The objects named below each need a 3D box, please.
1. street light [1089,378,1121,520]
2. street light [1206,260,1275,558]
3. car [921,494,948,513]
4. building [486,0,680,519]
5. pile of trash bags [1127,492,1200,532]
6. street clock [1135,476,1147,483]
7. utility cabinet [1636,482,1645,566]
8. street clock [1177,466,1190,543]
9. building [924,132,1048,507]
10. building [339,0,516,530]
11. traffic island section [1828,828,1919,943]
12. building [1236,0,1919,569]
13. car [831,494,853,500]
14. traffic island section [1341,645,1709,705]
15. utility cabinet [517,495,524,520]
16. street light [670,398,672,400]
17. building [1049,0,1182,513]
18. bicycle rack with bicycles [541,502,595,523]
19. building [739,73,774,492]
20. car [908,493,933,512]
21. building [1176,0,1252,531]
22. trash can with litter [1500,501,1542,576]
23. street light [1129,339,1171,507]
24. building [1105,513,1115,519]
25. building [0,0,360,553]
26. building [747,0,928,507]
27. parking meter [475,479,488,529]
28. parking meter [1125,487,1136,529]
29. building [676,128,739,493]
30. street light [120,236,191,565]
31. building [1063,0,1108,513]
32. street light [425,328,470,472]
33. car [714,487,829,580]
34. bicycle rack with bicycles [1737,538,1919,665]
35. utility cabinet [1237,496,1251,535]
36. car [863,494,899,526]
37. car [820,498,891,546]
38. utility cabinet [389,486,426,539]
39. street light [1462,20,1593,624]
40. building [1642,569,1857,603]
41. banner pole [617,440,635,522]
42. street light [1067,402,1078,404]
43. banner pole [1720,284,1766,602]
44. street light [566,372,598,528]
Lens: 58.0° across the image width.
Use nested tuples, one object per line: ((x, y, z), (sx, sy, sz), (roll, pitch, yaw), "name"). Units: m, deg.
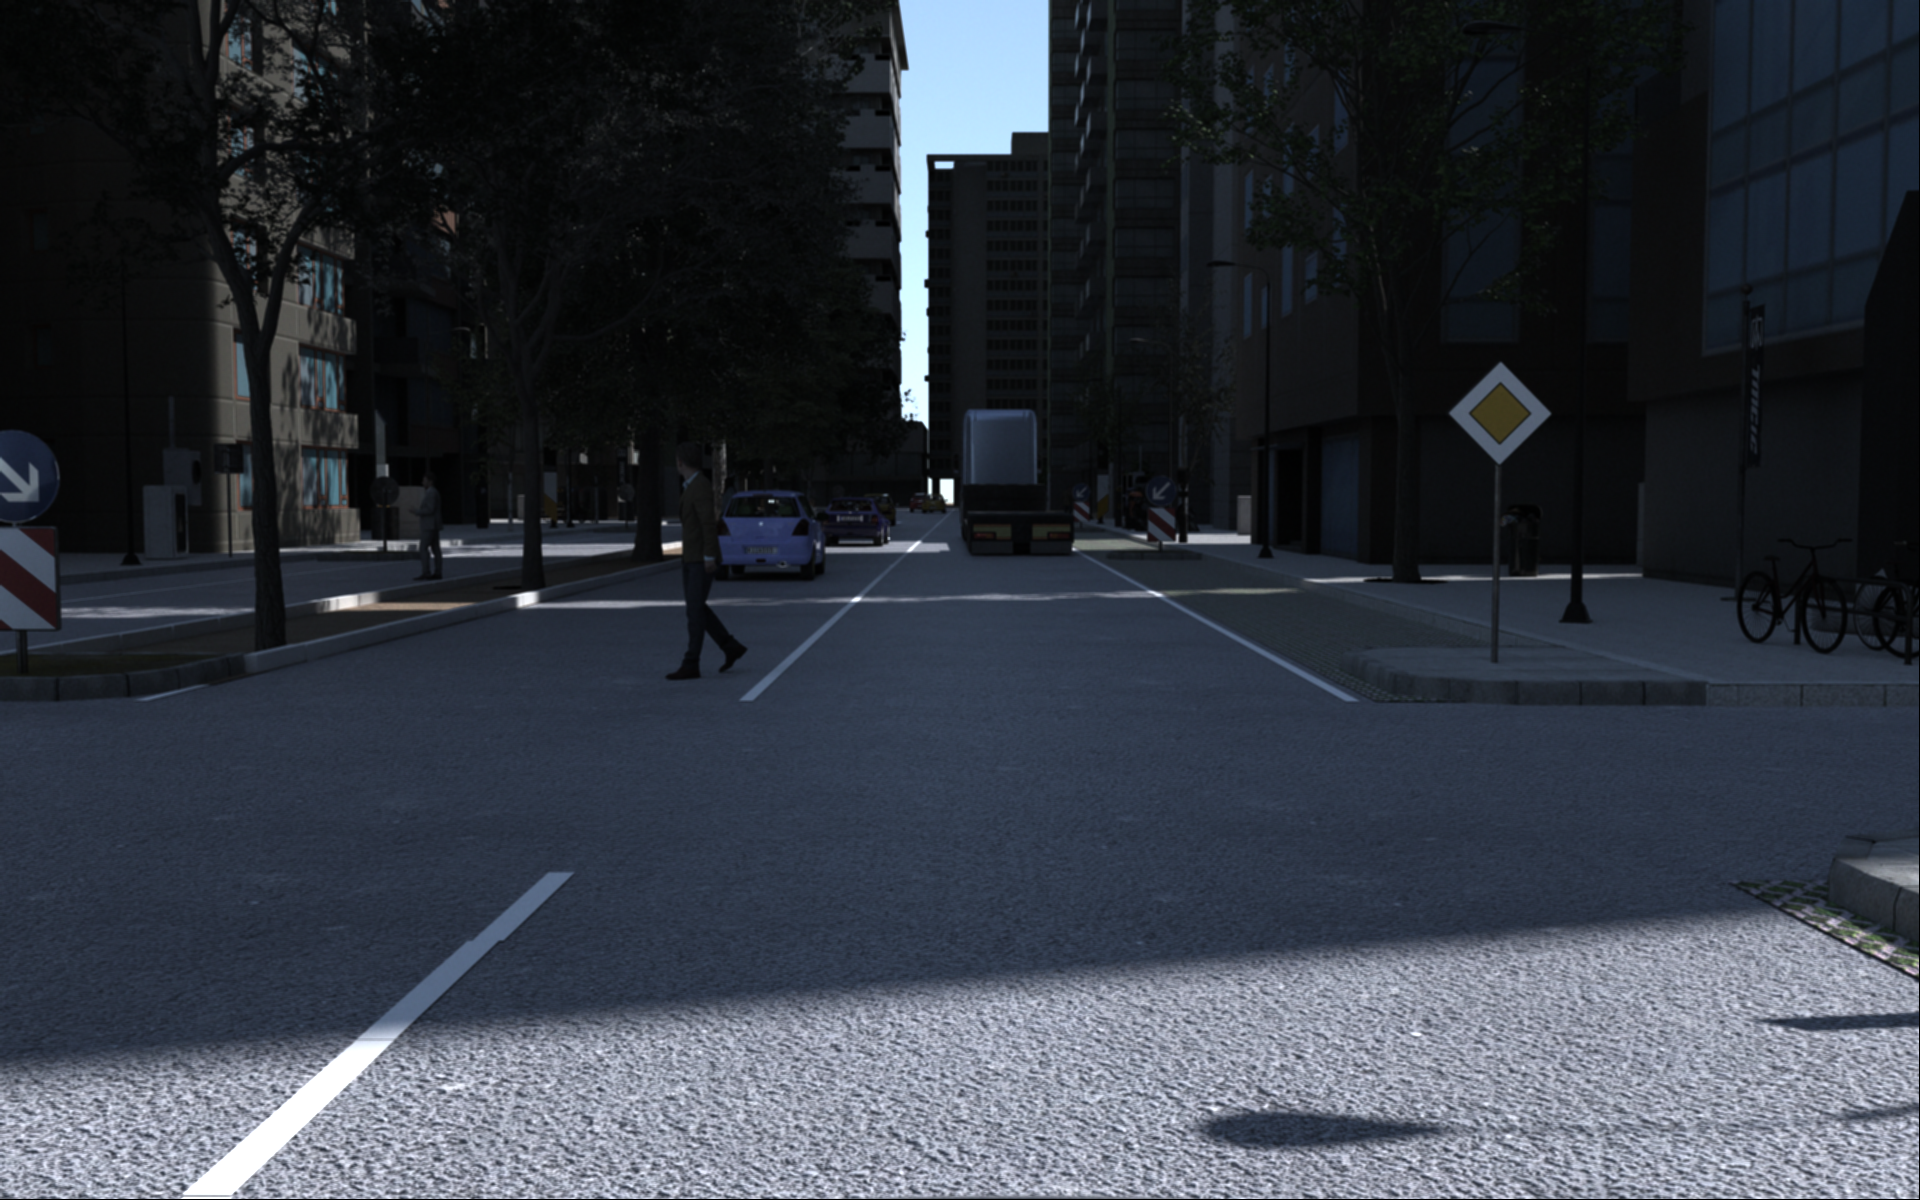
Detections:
((5.855, -5.921, 69.355), (1.470, 5.913, 1.316), (0, 4, 0), "street light")
((5.591, -3.794, 34.566), (1.470, 5.913, 1.316), (0, 4, 0), "street light")
((-1.935, -7.337, 130.184), (2.015, 1.641, 3.980), (0, 4, 2), "car")
((-23.810, -25.194, 95.516), (14.154, 41.232, 14.086), (0, 4, 0), "building")
((6.777, -3.069, 59.931), (1.912, 1.369, 3.447), (-2, 4, -25), "pile of trash bags")
((7.234, -3.958, 69.276), (0.358, 2.002, 0.471), (3, 5, 41), "street clock")
((12.497, -1.337, 30.541), (1.173, 1.500, 0.318), (-1, 4, -22), "utility cabinet")
((5.870, -2.504, 45.505), (0.358, 2.002, 0.471), (1, 4, 23), "street clock")
((8.249, -30.375, 188.508), (23.993, 40.220, 32.217), (0, 4, 0), "building")
((-30.611, -25.258, 67.588), (22.147, 44.769, 28.867), (0, 4, 0), "building")
((4.037, 1.044, 5.204), (2.009, 0.180, 2.903), (0, 4, 0), "traffic island section")
((14.038, -23.648, 36.755), (14.600, 45.320, 14.200), (0, 4, 0), "building")
((-9.253, -7.857, 138.253), (2.009, 1.686, 4.222), (0, 3, 0), "car")
((4.087, 0.556, 13.189), (2.009, 0.180, 2.903), (0, 4, 0), "traffic island section")
((-21.507, -4.594, 86.276), (1.020, 1.237, 0.306), (0, 4, 7), "utility cabinet")
((-14.159, -6.787, 83.503), (1.470, 5.913, 1.316), (0, 4, 0), "street light")
((14.090, -27.958, 140.713), (14.154, 41.232, 14.086), (0, 4, 0), "building")
((-17.562, -3.949, 77.953), (2.852, 0.926, 2.925), (2, 4, 35), "bicycle rack with bicycles")
((-28.380, -27.871, 147.573), (23.993, 40.220, 32.217), (0, 4, 0), "building")
((-3.018, -7.786, 136.348), (2.155, 1.783, 4.494), (0, 4, 0), "car")
((20.039, -32.482, 73.082), (21.231, 58.520, 28.212), (0, 4, 0), "building")
((8.827, -0.968, 27.221), (0.624, 1.170, 1.055), (1, 4, 21), "trash can with litter")
((5.749, -4.857, 51.960), (1.470, 5.913, 1.316), (0, 4, 0), "street light")
((15.057, -25.232, 96.143), (14.154, 41.232, 14.086), (0, 4, 0), "building")
((-30.004, -11.403, 31.479), (27.650, 21.520, 28.899), (0, 4, 0), "building")
((-17.513, -36.453, 185.251), (27.495, 52.752, 28.713), (0, 4, 0), "building")
((-17.817, -3.596, 64.512), (0.399, 1.863, 0.255), (-3, 5, -40), "parking meter")
((6.231, -3.359, 63.324), (0.372, 1.533, 0.369), (0, 3, 0), "parking meter")
((-22.068, -20.686, 109.916), (14.160, 30.474, 14.107), (0, 4, 0), "building")
((-14.450, -3.584, 31.133), (1.470, 5.913, 1.316), (0, 4, 0), "street light")
((19.423, -30.496, 118.212), (23.786, 49.044, 30.456), (0, 4, 0), "building")
((-14.383, -4.648, 48.528), (1.470, 5.913, 1.316), (0, 4, 0), "street light")
((-3.264, -1.251, 30.047), (1.945, 1.707, 3.694), (0, 4, -1), "car")
((7.881, -0.020, 13.704), (2.852, 0.926, 2.925), (0, 4, 2), "bicycle rack with bicycles")
((9.182, -2.621, 54.015), (1.020, 1.237, 0.306), (0, 4, -4), "utility cabinet")
((-3.794, -4.224, 79.290), (2.015, 1.641, 3.980), (0, 4, -1), "car")
((-2.934, -2.213, 48.767), (1.945, 1.354, 3.894), (0, 4, 1), "car")
((-15.747, -2.484, 49.285), (1.173, 1.500, 0.318), (2, 4, 24), "utility cabinet")
((5.625, -2.730, 17.170), (1.470, 5.913, 1.316), (0, 4, 0), "street light")
((17.172, -22.512, 18.182), (14.200, 45.320, 14.600), (0, 4, 0), "building")
((-15.500, -5.520, 80.267), (0.863, 3.779, 0.401), (0, 4, -3), "banner pole")
((6.032, -7.005, 87.078), (1.470, 5.913, 1.316), (0, 4, 0), "street light")
((9.348, -1.865, 20.516), (0.401, 3.779, 0.863), (0, 4, 6), "banner pole")
((-14.363, -5.723, 66.109), (1.470, 5.913, 1.316), (0, 4, 0), "street light")
